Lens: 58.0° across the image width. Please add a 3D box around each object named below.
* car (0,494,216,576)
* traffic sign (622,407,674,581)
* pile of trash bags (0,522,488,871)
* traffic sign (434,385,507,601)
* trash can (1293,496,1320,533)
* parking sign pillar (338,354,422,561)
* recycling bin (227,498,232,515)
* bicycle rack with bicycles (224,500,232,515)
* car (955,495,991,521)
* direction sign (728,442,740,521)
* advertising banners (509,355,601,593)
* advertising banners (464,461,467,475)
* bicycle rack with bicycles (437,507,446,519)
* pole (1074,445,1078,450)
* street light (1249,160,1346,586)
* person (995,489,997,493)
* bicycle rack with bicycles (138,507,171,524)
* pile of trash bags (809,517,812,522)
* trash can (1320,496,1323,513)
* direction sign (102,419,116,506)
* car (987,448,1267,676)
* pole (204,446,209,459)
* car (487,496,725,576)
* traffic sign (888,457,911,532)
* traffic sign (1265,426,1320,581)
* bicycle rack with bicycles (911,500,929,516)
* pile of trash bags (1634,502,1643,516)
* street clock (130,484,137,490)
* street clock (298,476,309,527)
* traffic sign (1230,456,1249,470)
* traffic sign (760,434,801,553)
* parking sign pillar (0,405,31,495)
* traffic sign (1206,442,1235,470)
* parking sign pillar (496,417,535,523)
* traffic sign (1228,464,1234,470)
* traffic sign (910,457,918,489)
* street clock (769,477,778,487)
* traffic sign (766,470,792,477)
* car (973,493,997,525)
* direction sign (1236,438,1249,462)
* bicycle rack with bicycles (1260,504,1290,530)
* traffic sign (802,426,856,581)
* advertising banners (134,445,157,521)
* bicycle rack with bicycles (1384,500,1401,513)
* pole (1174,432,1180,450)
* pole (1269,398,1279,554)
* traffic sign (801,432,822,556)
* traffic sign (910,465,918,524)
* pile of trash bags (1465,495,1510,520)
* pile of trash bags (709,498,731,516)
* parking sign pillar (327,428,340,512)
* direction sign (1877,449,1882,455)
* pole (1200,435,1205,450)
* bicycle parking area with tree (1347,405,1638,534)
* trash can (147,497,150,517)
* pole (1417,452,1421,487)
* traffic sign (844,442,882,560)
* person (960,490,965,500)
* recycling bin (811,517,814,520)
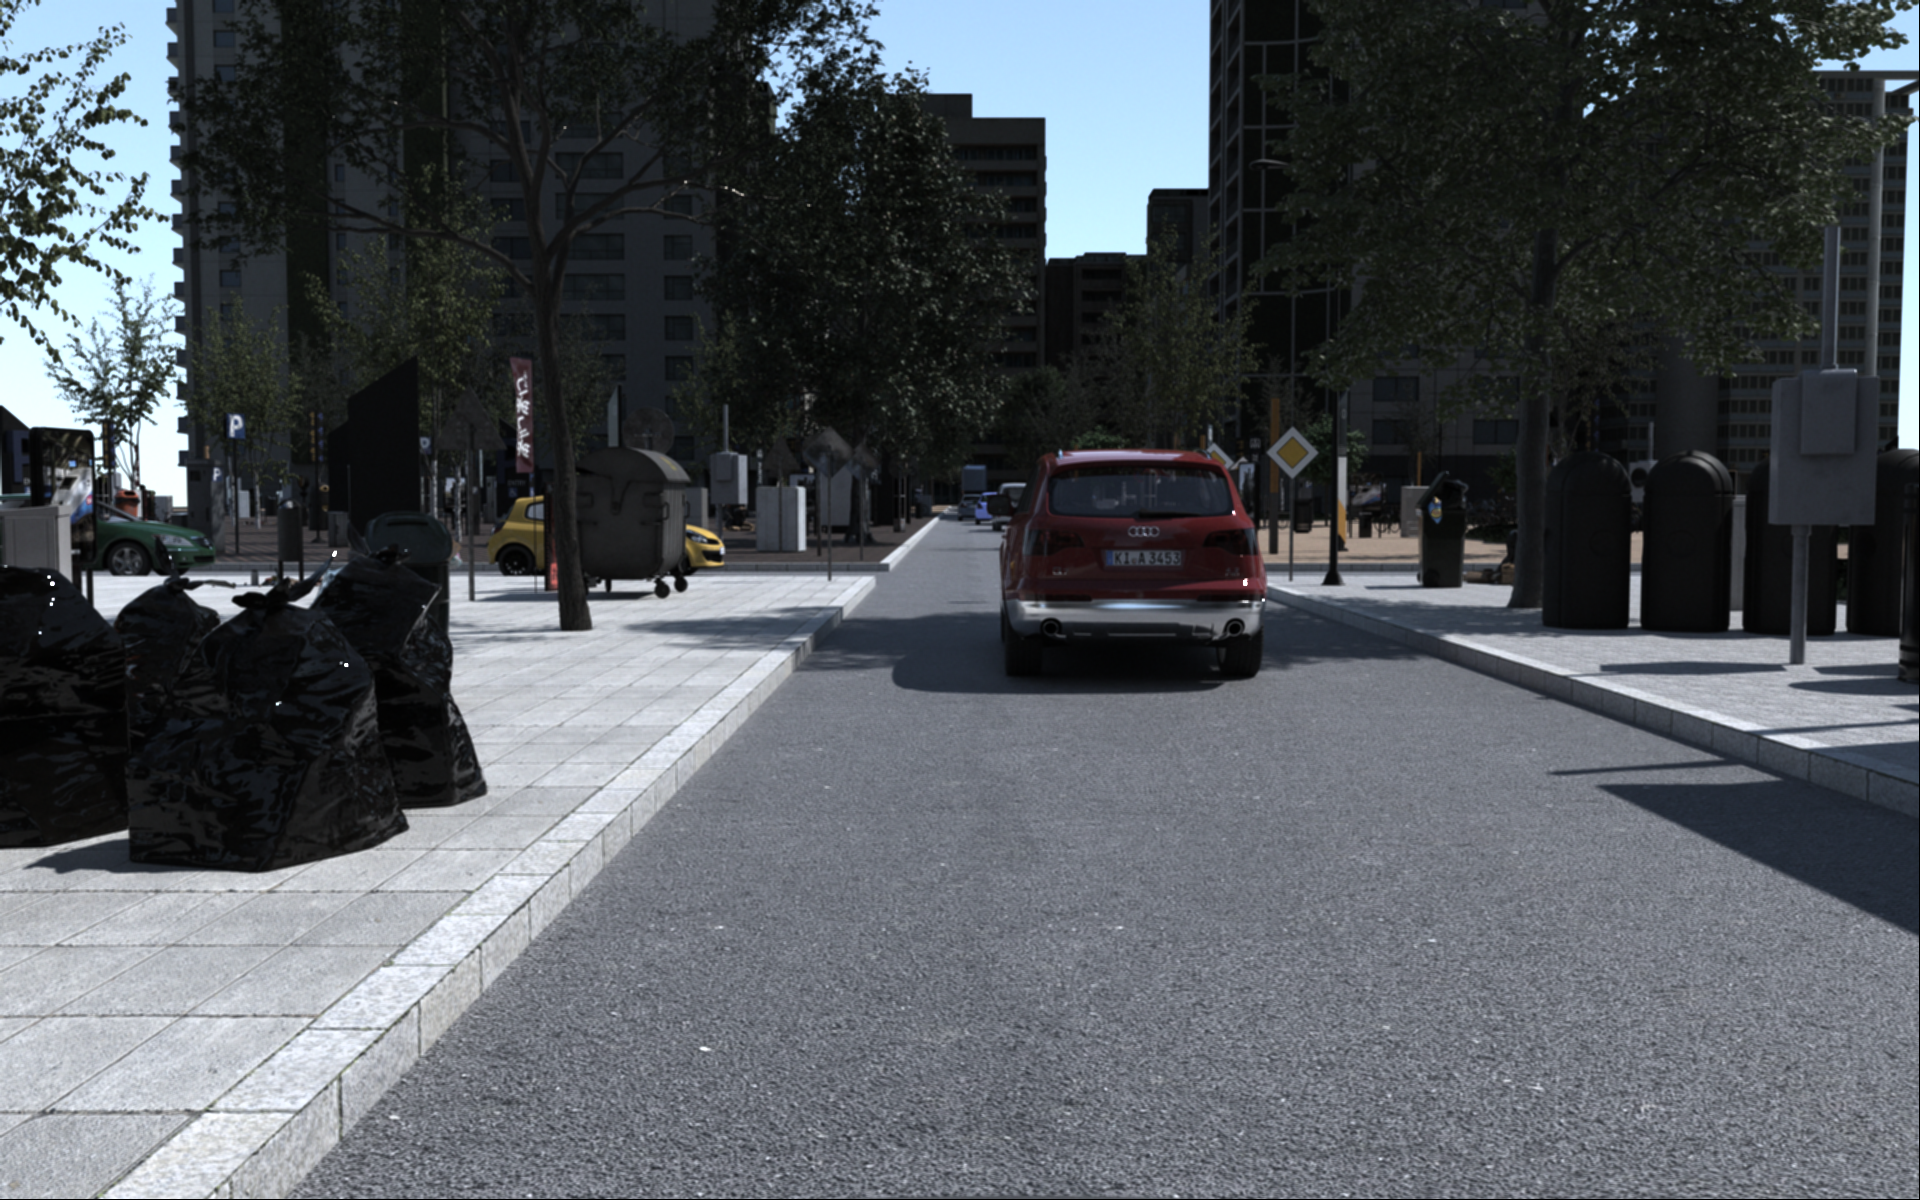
[{"bbox_3d":[-15.133,-1.067,29.245,4.920,1.459,2.131,0,4,-1],"label":"car"},{"bbox_3d":[-4.568,-1.546,25.381,0.768,2.556,0.104,0,4,2],"label":"traffic sign"},{"bbox_3d":[-3.648,0.161,7.116,3.447,1.369,1.912,1,4,18],"label":"pile of trash bags"},{"bbox_3d":[-5.870,-1.269,20.755,0.884,2.594,0.081,0,4,2],"label":"traffic sign"},{"bbox_3d":[11.291,-2.781,57.118,0.748,1.137,0.748,0,3,0],"label":"trash can"},{"bbox_3d":[-11.091,-2.748,33.407,1.447,3.967,1.447,-1,4,-15],"label":"parking sign pillar"},{"bbox_3d":[-44.449,-5.730,106.236,0.722,1.027,0.722,1,4,17],"label":"recycling bin"},{"bbox_3d":[-44.634,-5.551,104.134,2.925,0.926,2.852,-1,4,-14],"label":"bicycle rack with bicycles"},{"bbox_3d":[0.761,-4.954,92.995,2.014,1.417,4.499,0,4,0],"label":"car"},{"bbox_3d":[-9.886,-5.128,75.846,0.379,3.537,0.876,-3,5,-40],"label":"direction sign"},{"bbox_3d":[-5.341,-1.633,22.891,0.090,3.025,2.074,1,4,20],"label":"advertising banners"},{"bbox_3d":[-25.705,-5.815,91.265,0.090,3.025,2.074,-3,4,-36],"label":"advertising banners"},{"bbox_3d":[-27.910,-4.664,89.645,2.925,0.926,2.852,2,4,26],"label":"bicycle rack with bicycles"},{"bbox_3d":[4.786,-4.744,71.405,0.158,3.312,0.155,0,3,0],"label":"pole"},{"bbox_3d":[4.723,-3.163,24.251,1.470,5.913,1.316,0,4,0],"label":"street light"},{"bbox_3d":[2.395,-6.896,121.697,0.683,1.767,0.568,-2,4,-28],"label":"person"},{"bbox_3d":[-23.990,-2.182,49.051,2.925,0.926,2.852,2,4,29],"label":"bicycle rack with bicycles"},{"bbox_3d":[-6.757,-4.269,79.555,1.912,1.369,3.447,0,4,0],"label":"pile of trash bags"},{"bbox_3d":[21.708,-5.738,105.471,0.748,1.137,0.748,0,3,0],"label":"trash can"},{"bbox_3d":[-26.051,-3.734,53.056,0.379,3.537,0.876,0,4,-5],"label":"direction sign"},{"bbox_3d":[1.376,-0.399,15.194,2.281,1.827,5.304,0,4,1],"label":"car"},{"bbox_3d":[-31.839,-4.857,73.263,0.158,3.312,0.155,0,3,0],"label":"pole"},{"bbox_3d":[-6.054,-1.197,29.796,3.980,1.641,2.015,0,4,1],"label":"car"},{"bbox_3d":[-2.019,-3.531,57.834,0.768,2.556,0.104,1,4,9],"label":"traffic sign"},{"bbox_3d":[4.874,-1.335,25.464,0.795,2.450,0.064,0,4,0],"label":"traffic sign"},{"bbox_3d":[-3.304,-5.491,103.155,2.925,0.926,2.852,0,4,-2],"label":"bicycle rack with bicycles"},{"bbox_3d":[30.993,-4.107,76.896,1.912,1.369,3.447,1,4,12],"label":"pile of trash bags"},{"bbox_3d":[-49.004,-6.005,102.750,0.358,2.002,0.471,-3,5,-42],"label":"street clock"},{"bbox_3d":[-25.870,-3.898,68.306,0.471,2.002,0.358,3,5,41],"label":"street clock"},{"bbox_3d":[8.580,-3.144,52.586,0.795,2.450,0.064,0,4,4],"label":"traffic sign"},{"bbox_3d":[-3.906,-2.304,37.670,0.884,2.594,0.081,0,4,3],"label":"traffic sign"},{"bbox_3d":[-28.729,-3.955,53.130,1.447,3.967,1.447,1,4,19],"label":"parking sign pillar"},{"bbox_3d":[4.893,-1.823,33.449,0.795,2.450,0.064,0,4,0],"label":"traffic sign"},{"bbox_3d":[-15.527,-4.404,60.477,1.447,3.967,1.447,1,4,15],"label":"parking sign pillar"},{"bbox_3d":[8.905,-3.410,57.878,0.606,2.300,0.079,0,4,5],"label":"traffic sign"},{"bbox_3d":[-3.329,-5.981,91.658,2.265,3.308,0.079,0,4,3],"label":"traffic sign"},{"bbox_3d":[-6.878,-3.622,63.783,0.358,2.002,0.471,-1,4,-20],"label":"street clock"},{"bbox_3d":[-5.714,-3.364,54.997,0.884,2.594,0.081,0,4,1],"label":"traffic sign"},{"bbox_3d":[1.561,-4.400,81.524,1.945,1.707,3.694,0,3,0],"label":"car"},{"bbox_3d":[11.480,-4.736,69.431,0.876,3.537,0.379,1,4,18],"label":"direction sign"},{"bbox_3d":[10.754,-3.026,62.854,2.852,0.926,2.925,3,5,43],"label":"bicycle rack with bicycles"},{"bbox_3d":[-1.920,-1.337,25.500,0.795,2.450,0.064,0,4,0],"label":"traffic sign"},{"bbox_3d":[-29.666,-4.088,63.020,0.090,3.025,2.074,0,4,-7],"label":"advertising banners"},{"bbox_3d":[26.254,-5.410,101.843,2.852,0.926,2.925,-1,4,-18],"label":"bicycle rack with bicycles"},{"bbox_3d":[7.154,-3.875,57.202,0.158,3.312,0.155,0,3,0],"label":"pole"},{"bbox_3d":[6.702,-2.635,36.933,0.158,3.312,0.155,0,3,0],"label":"pole"},{"bbox_3d":[-2.904,-2.176,35.676,0.768,2.556,0.104,1,4,8],"label":"traffic sign"},{"bbox_3d":[-2.186,-4.588,75.127,0.768,2.556,0.104,0,4,5],"label":"traffic sign"},{"bbox_3d":[25.708,-4.461,82.695,3.447,1.369,1.912,0,4,-6],"label":"pile of trash bags"},{"bbox_3d":[-15.328,-5.990,107.683,3.447,1.369,1.912,-3,5,-43],"label":"pile of trash bags"},{"bbox_3d":[-18.536,-3.931,52.742,1.447,3.967,1.447,-1,4,-15],"label":"parking sign pillar"},{"bbox_3d":[45.998,-5.806,86.932,0.379,3.537,0.876,0,4,3],"label":"direction sign"},{"bbox_3d":[8.396,-4.048,60.035,0.158,3.312,0.155,0,3,0],"label":"pole"},{"bbox_3d":[17.529,-4.261,56.668,8.231,4.147,9.016,-1,4,-21],"label":"bicycle parking area with tree"},{"bbox_3d":[-38.780,-4.327,82.406,0.748,1.137,0.748,0,3,0],"label":"trash can"},{"bbox_3d":[22.221,-5.505,83.855,0.158,3.312,0.155,0,3,0],"label":"pole"},{"bbox_3d":[-1.902,-1.825,33.485,0.795,2.450,0.064,0,4,0],"label":"traffic sign"},{"bbox_3d":[0.170,-7.703,134.993,0.434,1.755,0.990,1,4,16],"label":"person"},{"bbox_3d":[-6.914,-4.454,85.377,0.722,1.027,0.722,2,4,34],"label":"recycling bin"}]
